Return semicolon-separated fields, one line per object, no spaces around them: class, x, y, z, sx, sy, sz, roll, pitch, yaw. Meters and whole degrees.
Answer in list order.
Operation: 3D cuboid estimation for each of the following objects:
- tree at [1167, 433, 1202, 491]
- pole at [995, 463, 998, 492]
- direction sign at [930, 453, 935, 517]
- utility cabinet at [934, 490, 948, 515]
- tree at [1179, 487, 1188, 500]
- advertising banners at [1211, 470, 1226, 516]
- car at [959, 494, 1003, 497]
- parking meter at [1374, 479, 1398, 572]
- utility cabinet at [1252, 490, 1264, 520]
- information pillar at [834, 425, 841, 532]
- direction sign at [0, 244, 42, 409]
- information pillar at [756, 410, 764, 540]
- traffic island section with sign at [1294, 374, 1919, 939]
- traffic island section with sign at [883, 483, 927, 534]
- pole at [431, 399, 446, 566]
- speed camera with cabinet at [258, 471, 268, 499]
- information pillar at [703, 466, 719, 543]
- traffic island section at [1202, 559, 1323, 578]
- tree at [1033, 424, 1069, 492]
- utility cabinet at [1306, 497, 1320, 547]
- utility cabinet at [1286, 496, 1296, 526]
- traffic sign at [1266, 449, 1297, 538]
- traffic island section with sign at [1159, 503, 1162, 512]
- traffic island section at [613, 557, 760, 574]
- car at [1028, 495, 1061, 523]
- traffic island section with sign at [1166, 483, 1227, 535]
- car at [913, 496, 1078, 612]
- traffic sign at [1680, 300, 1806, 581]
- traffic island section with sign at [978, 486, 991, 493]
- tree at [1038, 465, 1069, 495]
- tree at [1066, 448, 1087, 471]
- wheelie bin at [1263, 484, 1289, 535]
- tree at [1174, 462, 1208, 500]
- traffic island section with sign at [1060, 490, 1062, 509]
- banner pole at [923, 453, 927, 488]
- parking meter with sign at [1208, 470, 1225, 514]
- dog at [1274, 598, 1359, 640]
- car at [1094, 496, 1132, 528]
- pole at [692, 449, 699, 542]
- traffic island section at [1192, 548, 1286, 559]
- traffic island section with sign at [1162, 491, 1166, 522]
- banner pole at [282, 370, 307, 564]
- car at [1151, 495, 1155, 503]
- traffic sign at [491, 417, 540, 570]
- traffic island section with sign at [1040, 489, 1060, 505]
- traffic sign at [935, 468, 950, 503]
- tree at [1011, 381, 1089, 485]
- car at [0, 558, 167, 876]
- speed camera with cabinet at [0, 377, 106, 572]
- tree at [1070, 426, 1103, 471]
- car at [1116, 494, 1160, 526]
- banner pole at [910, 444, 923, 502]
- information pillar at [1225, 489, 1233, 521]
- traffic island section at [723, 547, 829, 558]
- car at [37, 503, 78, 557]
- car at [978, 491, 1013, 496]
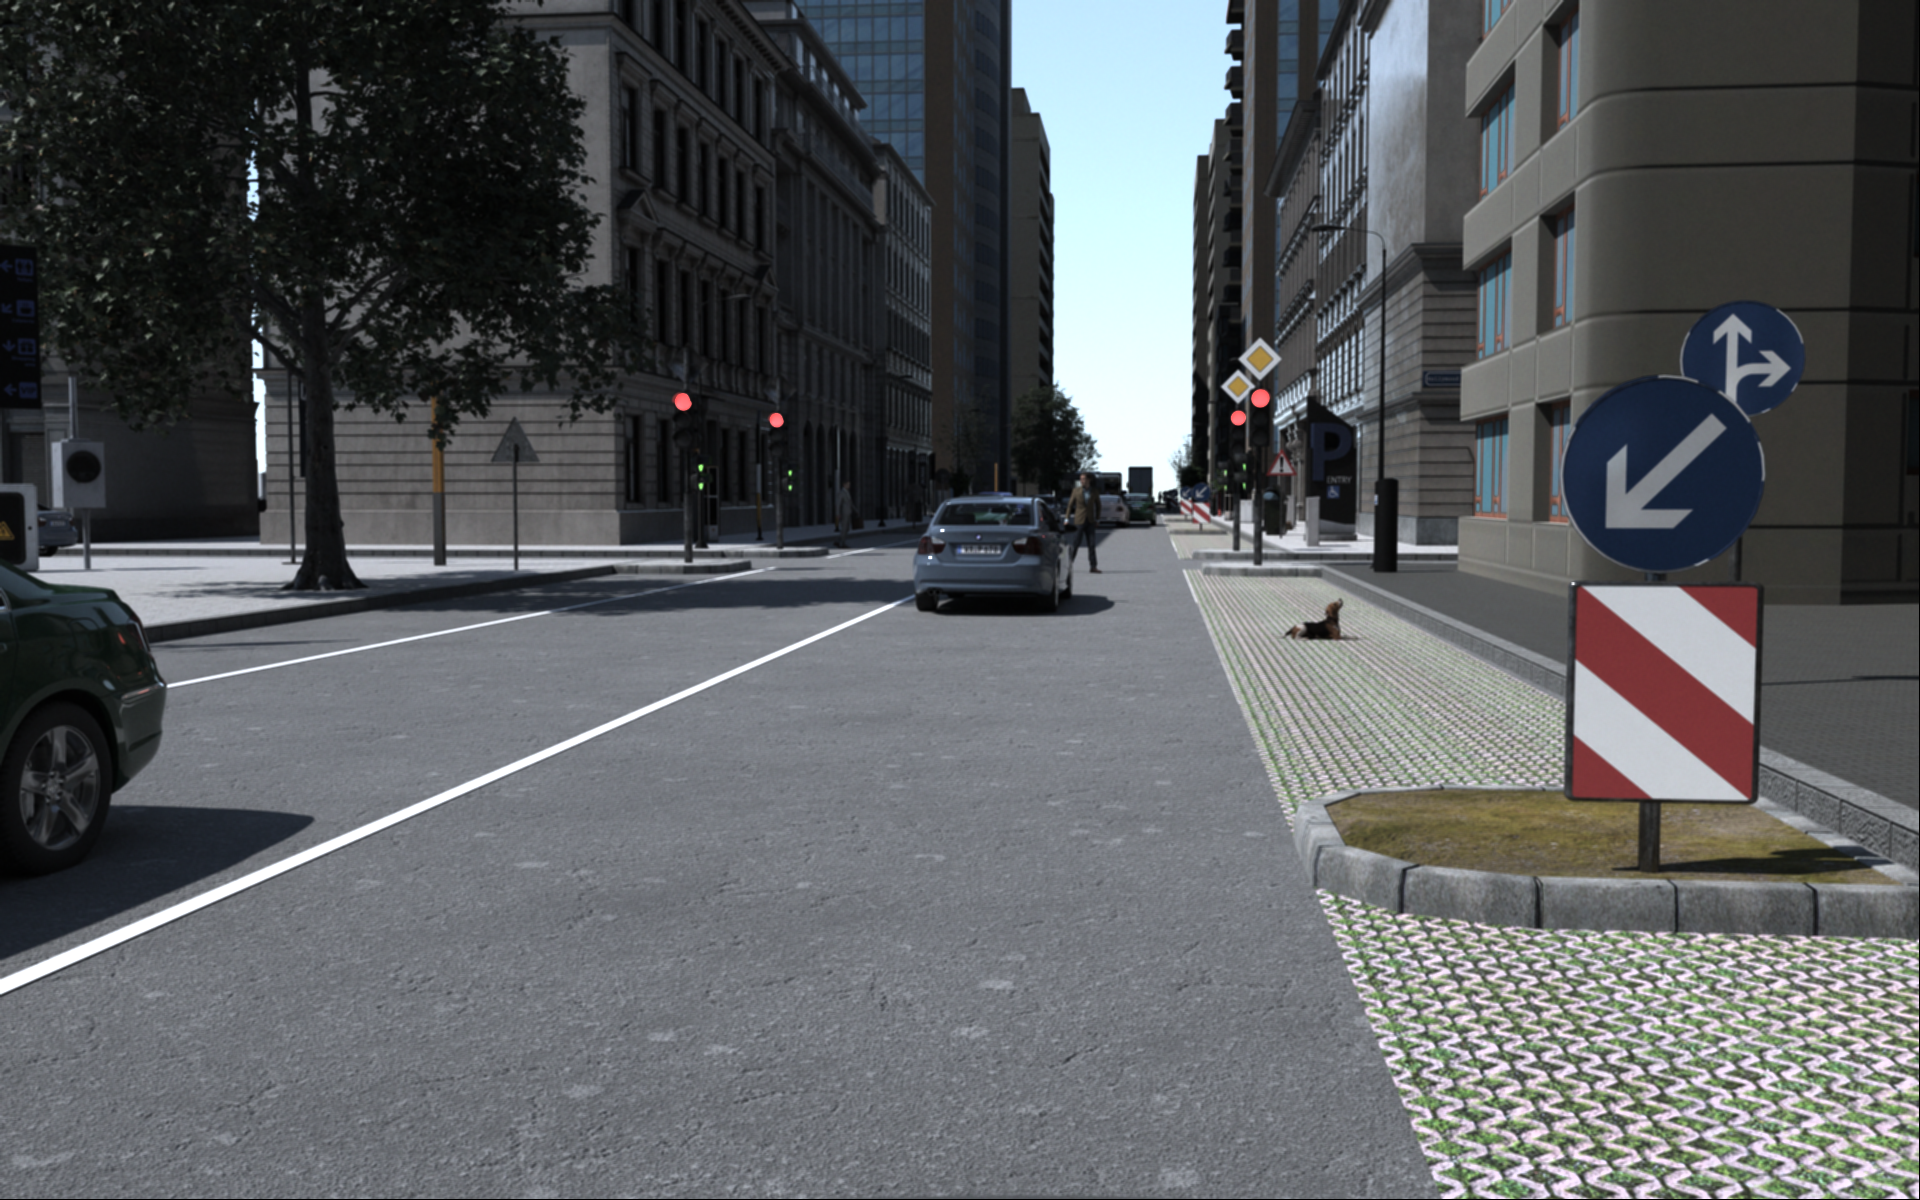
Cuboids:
tree;27.131;-15.713;207.261;4.360;8.622;3.978;0;3;0
pole;2.406;-7.330;113.695;0.158;3.312;0.155;0;3;0
direction sign;-1.496;-6.315;95.249;0.379;3.537;0.876;-1;4;-17
utility cabinet;-1.104;-5.721;102.220;0.318;1.500;1.173;2;4;28
tree;32.983;-15.725;251.699;1.663;3.219;1.824;0;3;0
advertising banners;14.907;-6.313;99.411;0.090;3.025;2.074;-1;4;-16
car;0.587;-2.206;47.863;2.131;1.459;4.920;0;4;5
parking meter;7.002;-1.227;28.466;0.372;1.533;0.369;0;3;0
utility cabinet;14.741;-4.649;84.691;1.173;1.500;0.318;-3;5;-40
information pillar;-4.167;-4.128;58.852;0.183;3.616;0.504;0;4;3
direction sign;-8.807;-1.450;15.704;0.876;3.537;0.379;-3;4;-38
information pillar;-5.555;-3.457;47.882;0.183;3.616;0.504;0;4;-1
traffic island section with sign;2.319;0.126;6.567;1.989;1.847;2.006;0;4;6
traffic island section with sign;-1.669;-3.327;63.022;1.989;1.847;2.006;0;4;6
pole;-9.336;-2.273;31.004;0.158;3.312;0.155;0;3;0
speed camera with cabinet;-27.810;-4.714;71.402;2.038;3.252;0.660;-3;4;-38
information pillar;-6.596;-2.531;45.877;0.304;2.012;0.304;-2;4;-32
traffic island section;5.386;-0.546;31.204;2.009;0.180;2.903;0;4;6
tree;9.369;-14.105;180.977;4.360;8.622;3.978;0;3;0
utility cabinet;8.658;-1.921;42.568;0.306;1.237;1.020;1;4;9
utility cabinet;13.214;-3.648;70.803;1.020;1.237;0.306;2;4;24
traffic sign;9.279;-3.058;50.008;0.884;2.594;0.081;1;4;12
traffic island section with sign;16.897;-7.885;137.544;1.989;1.847;2.006;0;4;6
traffic island section;-5.090;-0.617;32.370;2.009;0.180;2.903;0;4;6
car;3.958;-4.453;84.812;2.014;1.417;4.499;0;4;8
traffic island section with sign;8.440;-3.235;61.524;1.989;1.847;2.006;0;4;6
car;0.492;-0.637;22.419;2.014;1.417;4.499;0;4;7
traffic sign;5.166;-0.698;11.511;0.768;2.556;0.104;1;4;13
traffic island section with sign;1.302;-4.965;89.814;1.989;1.847;2.006;0;4;6
tree;12.128;-13.585;205.832;4.285;4.588;4.351;0;3;0
tree;14.803;-17.171;231.110;4.737;8.622;4.395;0;3;0
wheelie bin;9.857;-2.827;54.128;0.693;1.594;0.980;1;4;23
tree;23.312;-11.690;174.842;4.285;4.588;4.351;0;3;0
traffic island section with sign;9.841;-9.659;166.547;1.989;1.847;2.006;0;4;6
banner pole;-2.146;-6.303;93.079;0.863;3.779;0.401;-1;4;-19
parking meter with sign;16.581;-7.057;111.643;0.543;3.016;1.738;-2;4;-24
dog;3.507;0.192;17.059;0.550;0.427;0.748;-3;5;-40
car;6.319;-3.806;74.597;2.083;1.381;4.827;0;4;8
pole;-6.972;-3.181;45.859;0.158;3.312;0.155;0;3;0
traffic island section;6.269;-1.031;39.140;2.009;0.180;2.903;0;4;6
traffic island section with sign;11.467;-4.899;88.726;1.989;1.847;2.006;0;4;6
banner pole;-12.048;-2.555;31.796;0.863;3.779;0.401;-3;4;-39
car;28.084;-14.992;257.691;1.945;1.354;3.894;0;4;7
traffic sign;-7.487;-1.782;29.147;0.884;2.594;0.081;1;4;12
traffic island section with sign;6.796;-7.979;139.088;1.989;1.847;2.006;0;4;6
traffic sign;-0.862;-5.239;85.765;0.768;2.556;0.104;1;4;13
tree;9.422;-17.458;192.095;9.857;13.997;8.962;0;3;0
car;-4.466;0.396;5.326;2.131;1.459;4.920;0;4;7
speed camera with cabinet;-15.359;-2.104;28.733;2.038;3.252;0.660;-3;5;-43
tree;17.957;-20.850;266.656;9.928;11.665;9.643;0;3;0
car;8.075;-4.132;79.349;2.131;1.459;4.920;0;4;6
banner pole;-2.349;-5.939;87.116;0.401;3.779;0.863;-2;4;-27
information pillar;12.978;-4.836;83.561;0.304;2.012;0.304;3;5;43
traffic island section;-4.207;-1.102;40.306;2.009;0.180;2.903;0;4;6
car;-22.050;-1.622;38.524;4.499;1.417;2.014;0;4;7
car;1.101;-2.804;55.439;1.945;1.707;3.694;0;4;4
